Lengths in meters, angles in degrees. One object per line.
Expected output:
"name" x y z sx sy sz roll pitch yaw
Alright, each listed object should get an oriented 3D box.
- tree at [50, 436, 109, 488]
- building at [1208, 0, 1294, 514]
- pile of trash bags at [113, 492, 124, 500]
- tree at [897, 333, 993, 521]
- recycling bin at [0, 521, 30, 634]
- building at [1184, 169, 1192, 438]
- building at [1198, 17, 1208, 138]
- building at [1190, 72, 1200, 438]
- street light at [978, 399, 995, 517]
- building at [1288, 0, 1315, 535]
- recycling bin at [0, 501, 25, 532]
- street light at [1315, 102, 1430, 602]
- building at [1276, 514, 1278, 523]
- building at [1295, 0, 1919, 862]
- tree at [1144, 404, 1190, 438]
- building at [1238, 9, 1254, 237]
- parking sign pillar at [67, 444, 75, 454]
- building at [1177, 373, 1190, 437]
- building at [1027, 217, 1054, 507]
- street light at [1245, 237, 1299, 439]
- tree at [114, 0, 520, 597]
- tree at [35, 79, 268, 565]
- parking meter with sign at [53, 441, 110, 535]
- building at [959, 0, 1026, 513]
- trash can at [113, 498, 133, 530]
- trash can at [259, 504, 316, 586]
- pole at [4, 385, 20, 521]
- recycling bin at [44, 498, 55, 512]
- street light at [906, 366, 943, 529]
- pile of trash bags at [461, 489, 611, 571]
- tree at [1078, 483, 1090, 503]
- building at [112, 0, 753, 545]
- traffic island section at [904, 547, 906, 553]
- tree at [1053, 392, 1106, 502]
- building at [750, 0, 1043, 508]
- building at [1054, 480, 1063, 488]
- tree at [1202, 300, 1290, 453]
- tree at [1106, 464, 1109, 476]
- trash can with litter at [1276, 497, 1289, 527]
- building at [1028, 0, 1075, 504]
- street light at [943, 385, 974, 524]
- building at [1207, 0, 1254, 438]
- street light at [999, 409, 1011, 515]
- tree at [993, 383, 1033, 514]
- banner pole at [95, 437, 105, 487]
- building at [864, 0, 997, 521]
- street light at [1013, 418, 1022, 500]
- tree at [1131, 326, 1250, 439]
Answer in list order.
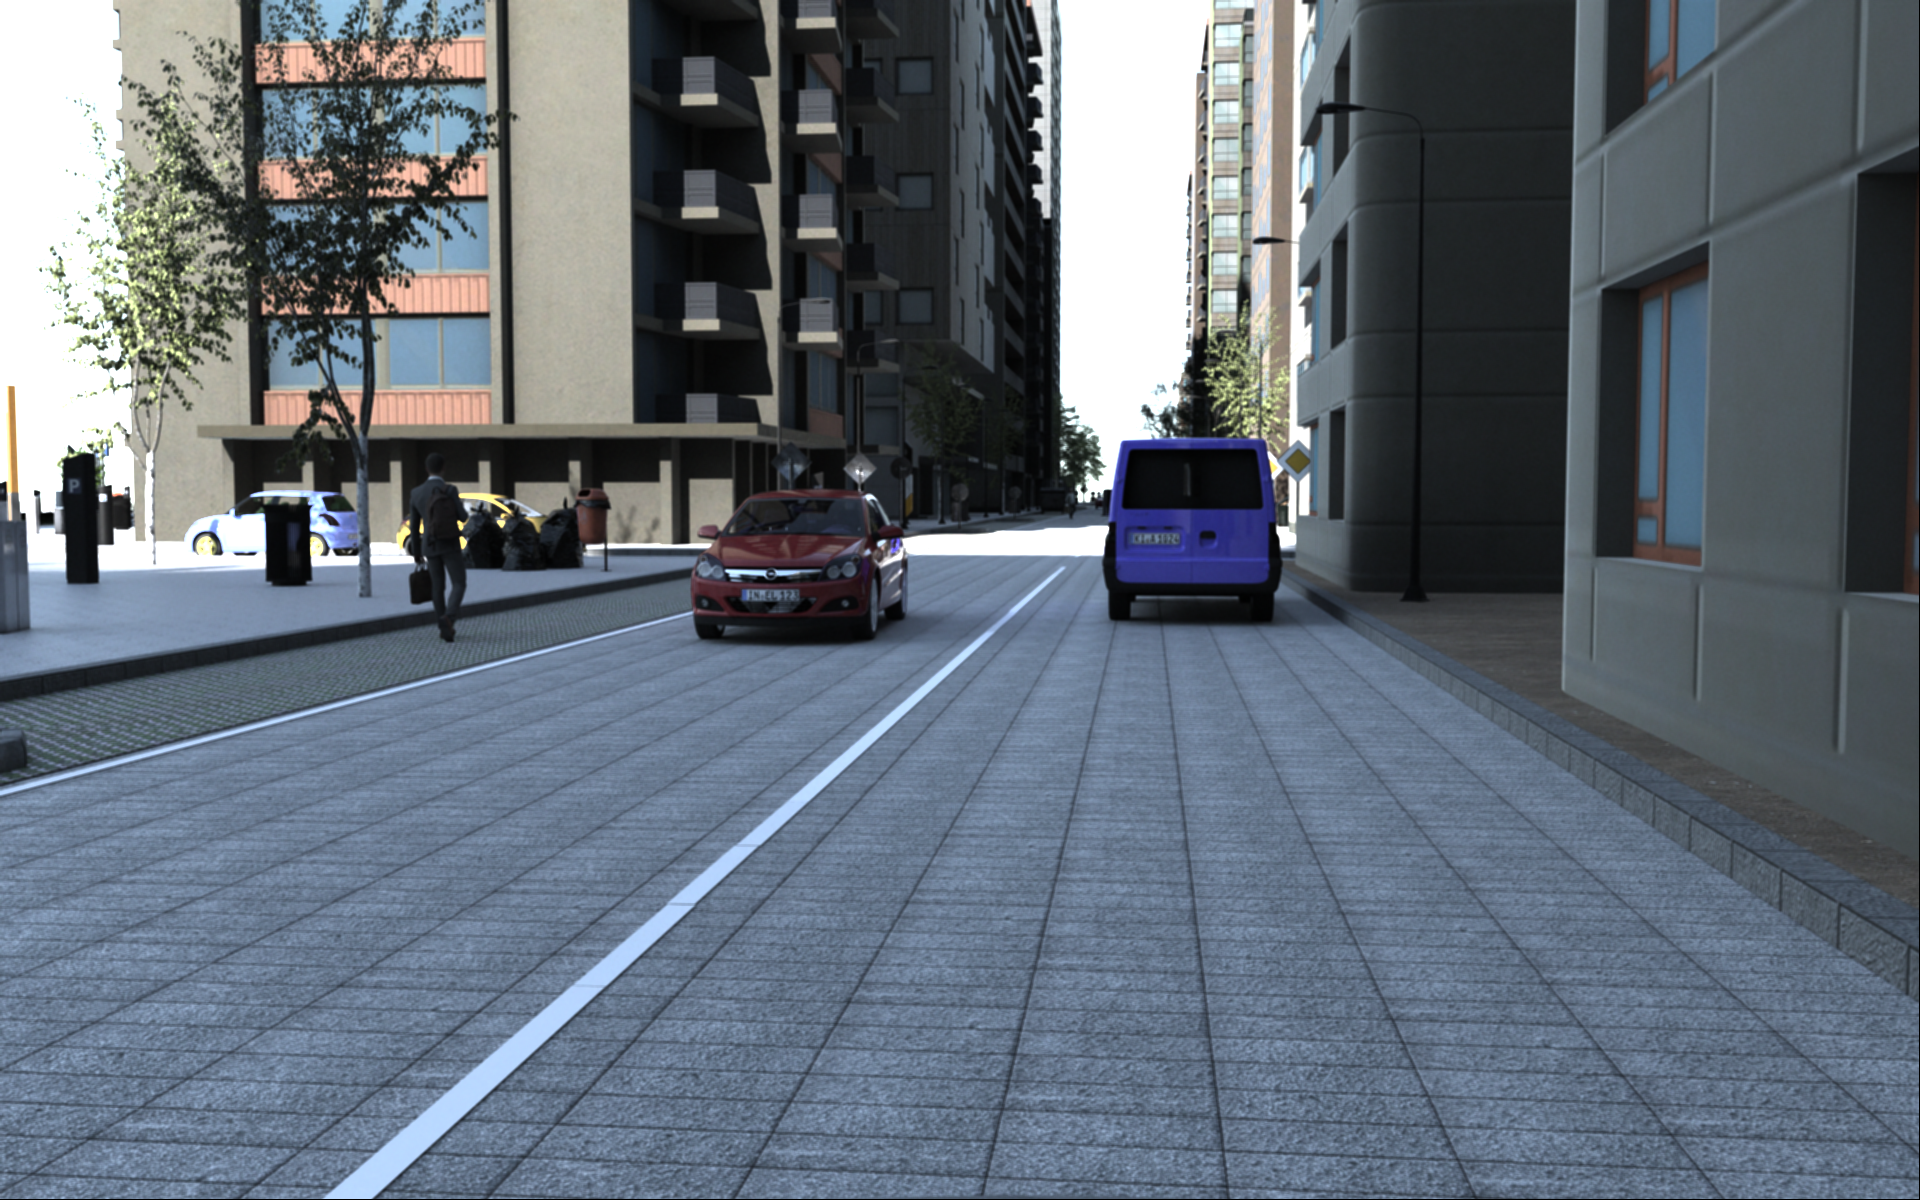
"tree" -29.345 -3.883 58.095 1.663 3.219 1.824 0 3 0
"building" 26.773 -29.810 137.507 14.600 45.320 14.200 0 4 6
"pile of trash bags" -43.421 -5.055 92.408 3.447 1.369 1.912 -3 5 -44
"tree" -0.871 -7.836 78.488 4.737 8.622 4.395 0 3 0
"recycling bin" -9.164 -0.218 16.113 0.722 1.027 0.722 -1 4 -10
"building" 40.822 -35.093 228.399 22.147 44.769 28.867 0 4 6
"building" 33.027 -30.816 158.469 22.147 44.769 28.867 0 4 6
"building" 31.186 -32.434 180.399 14.600 45.320 14.200 0 4 6
"street light" 0.901 -6.836 84.314 1.470 5.913 1.316 0 4 6
"building" 20.883 -26.112 50.638 21.600 48.544 21.300 0 4 6
"recycling bin" -34.565 -3.072 62.777 0.722 1.027 0.722 0 4 0
"street light" 4.914 -2.942 20.651 1.470 5.913 1.316 0 4 6
"building" 21.001 -26.306 80.218 14.600 45.320 14.200 0 4 6
"building" 18.291 -10.396 15.009 27.650 21.520 28.899 0 4 6
"tree" 24.907 -16.593 197.050 9.928 11.665 9.643 0 3 0
"building" 24.055 -20.481 106.572 14.160 30.474 14.107 0 4 6
"parking sign pillar" -47.541 -6.398 93.084 1.447 3.967 1.447 2 4 25
"building" 46.426 -25.227 257.502 27.650 21.520 28.899 0 4 6
"building" 2.100 -24.660 174.898 14.160 30.474 14.107 0 4 6
"street light" 5.985 -3.600 31.394 1.470 5.913 1.316 0 4 6
"tree" -7.664 -4.340 21.317 4.360 8.622 3.978 0 3 0
"tree" -14.691 -4.949 31.271 4.737 8.622 4.395 0 3 0
"parking meter with sign" -28.052 -3.610 55.283 0.543 3.016 1.738 2 4 25
"building" -6.523 -30.814 127.504 21.300 48.544 21.600 0 4 6
"trash can" -30.001 -3.079 61.999 0.748 1.137 0.748 0 3 0
"trash can" -9.432 -0.775 24.319 0.748 1.137 0.748 0 3 0
"pole" -17.744 -2.361 32.442 0.158 3.312 0.155 0 3 0
"recycling bin" -61.186 -6.358 116.510 0.722 1.027 0.722 -2 4 -26
"street light" -1.500 -5.529 62.944 1.470 5.913 1.316 0 4 6
"pile of trash bags" -7.103 -1.211 29.558 3.447 1.369 1.912 3 5 41
"tree" 18.913 -16.391 262.596 1.663 3.219 1.824 0 3 0
"building" -13.996 -24.562 56.207 22.147 44.769 28.867 0 4 6
"traffic island section" -2.401 -1.153 41.139 2.009 0.180 2.903 0 4 6
"tree" 10.525 -16.798 192.766 7.486 12.596 7.792 0 3 0
"building" -4.145 -30.516 153.562 22.147 44.769 28.867 0 4 6
"building" -3.671 -31.898 213.415 32.217 40.220 23.993 0 4 6
"tree" 11.155 -7.114 66.682 4.737 8.622 4.395 0 3 0
"tree" 19.700 -21.647 272.049 7.486 12.596 7.792 0 3 0
"trash can with litter" 12.395 -3.437 67.584 1.055 1.170 0.624 0 4 2
"building" 6.659 -49.924 254.510 20.563 71.187 20.611 0 4 6
"street light" -0.226 -6.182 73.621 1.470 5.913 1.316 0 4 6
"building" 24.688 -26.859 122.737 14.154 41.232 14.086 0 4 6
"street light" 1.974 -7.491 95.012 1.470 5.913 1.316 0 4 6
"tree" 2.606 -9.932 112.756 4.737 8.622 4.395 0 3 0
"banner pole" -37.934 -5.289 76.488 0.863 3.779 0.401 2 4 33
"building" -12.380 -30.978 95.726 28.713 52.752 27.495 0 4 6
"street light" 3.068 -8.145 105.708 1.470 5.913 1.316 0 4 6
"tree" 13.742 -9.946 97.021 8.767 10.594 7.601 0 4 7
